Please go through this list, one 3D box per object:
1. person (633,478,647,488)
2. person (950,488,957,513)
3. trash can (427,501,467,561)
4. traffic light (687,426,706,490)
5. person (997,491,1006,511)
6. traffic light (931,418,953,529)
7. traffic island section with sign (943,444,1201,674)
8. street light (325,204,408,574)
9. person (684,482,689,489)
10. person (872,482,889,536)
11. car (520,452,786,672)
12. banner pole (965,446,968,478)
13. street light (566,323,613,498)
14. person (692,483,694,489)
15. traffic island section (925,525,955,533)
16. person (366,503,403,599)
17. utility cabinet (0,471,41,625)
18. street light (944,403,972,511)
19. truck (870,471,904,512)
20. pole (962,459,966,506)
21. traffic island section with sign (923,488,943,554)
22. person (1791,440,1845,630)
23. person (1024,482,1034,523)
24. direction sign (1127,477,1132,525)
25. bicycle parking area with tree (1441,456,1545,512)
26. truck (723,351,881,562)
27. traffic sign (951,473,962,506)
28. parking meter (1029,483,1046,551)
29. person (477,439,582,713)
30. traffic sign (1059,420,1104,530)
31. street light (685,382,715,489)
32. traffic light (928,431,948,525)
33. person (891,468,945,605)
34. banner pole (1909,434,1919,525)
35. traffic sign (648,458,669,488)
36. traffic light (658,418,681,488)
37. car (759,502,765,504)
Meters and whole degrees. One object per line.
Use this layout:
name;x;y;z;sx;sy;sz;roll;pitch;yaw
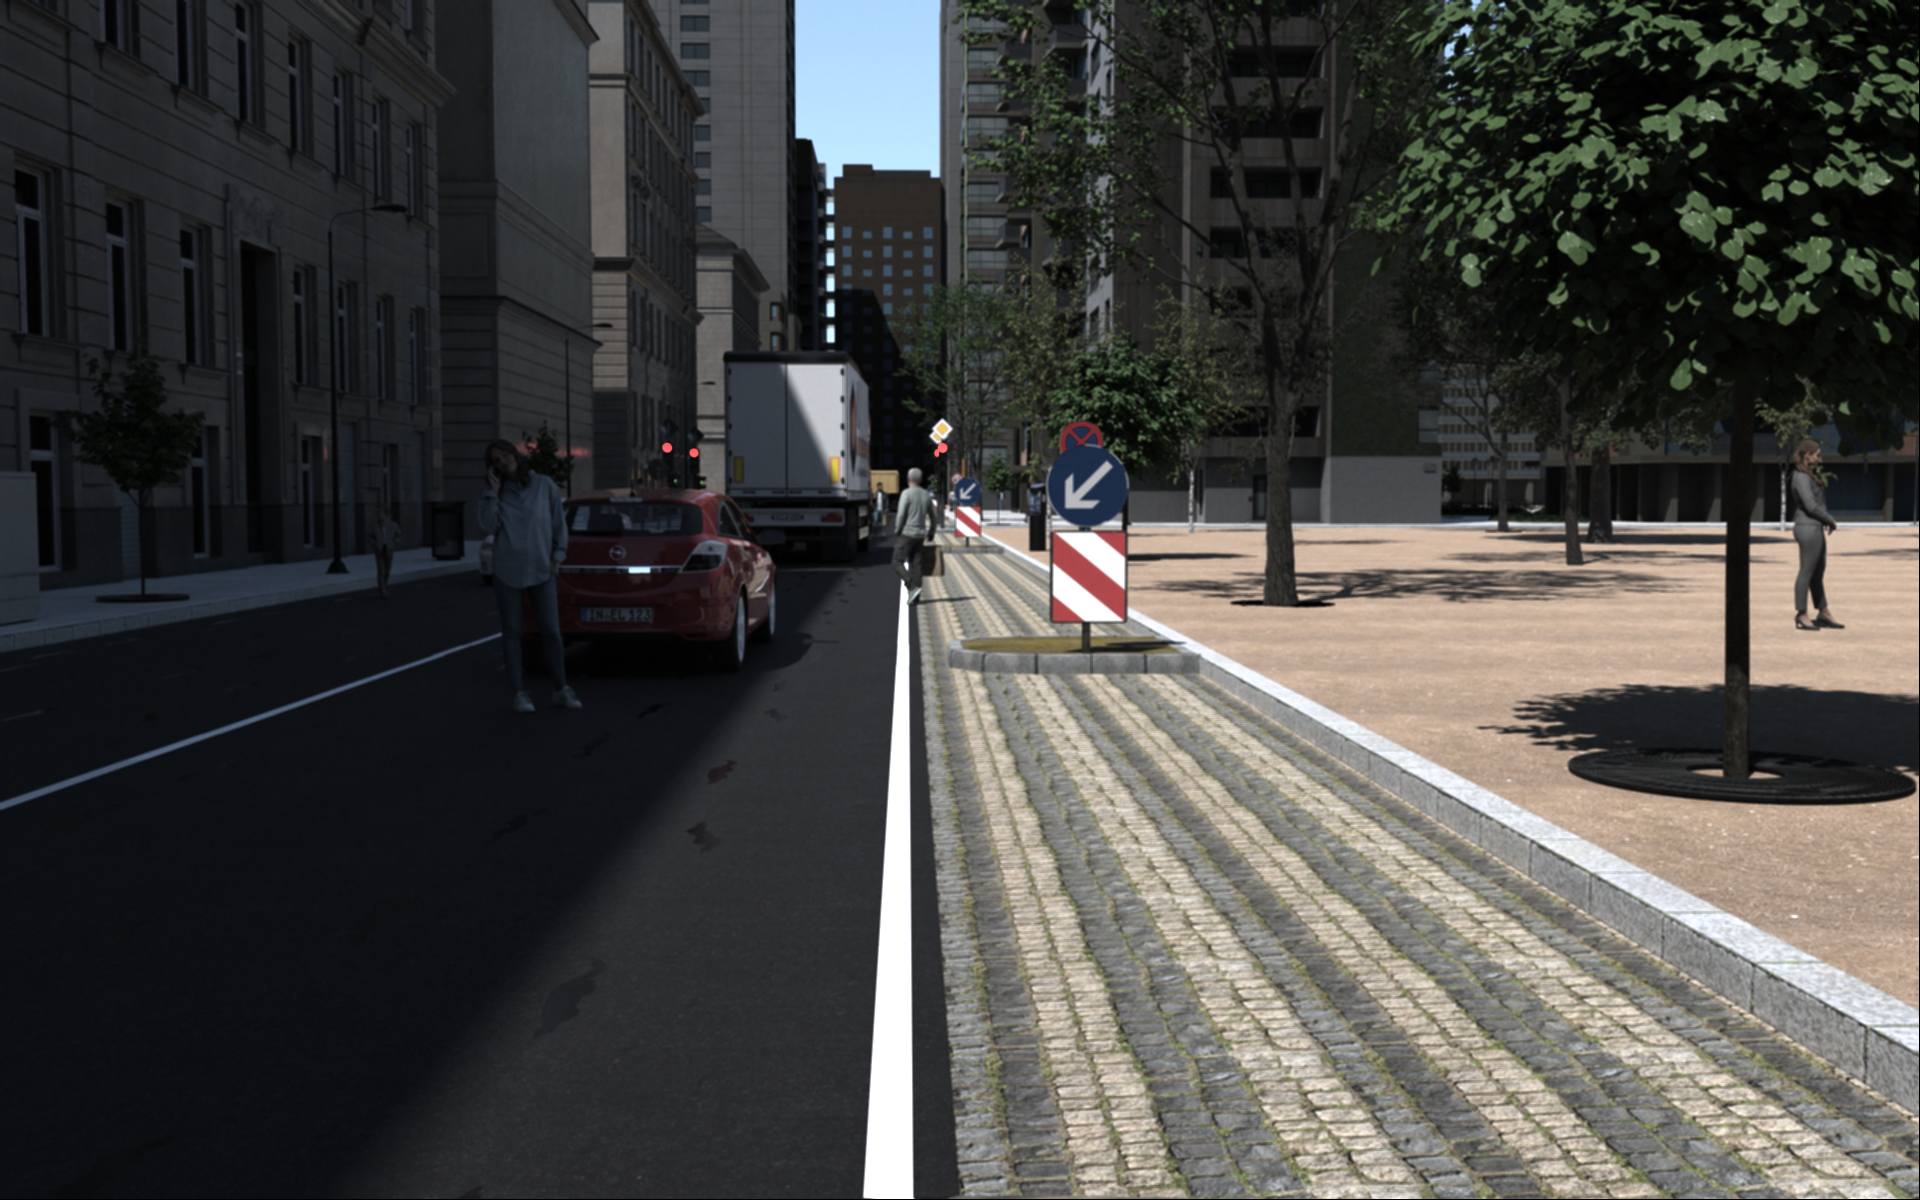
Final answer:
person;-10.980;-3.264;59.252;0.661;1.843;0.795;0;4;7
person;-0.351;-6.692;116.120;0.731;1.740;0.598;0;4;3
trash can;-9.920;-1.339;33.540;0.748;1.137;0.748;0;3;0
traffic light;-10.966;-5.069;71.806;0.839;4.253;0.868;0;4;-2
person;3.169;-7.700;132.287;0.623;1.781;0.721;-1;4;-21
traffic light;-0.666;-4.601;64.146;0.839;4.253;0.868;0;4;-2
traffic island section with sign;0.892;-0.367;14.621;1.989;1.847;2.006;0;4;-2
street light;-9.536;-3.384;27.864;1.470;5.913;1.316;0;4;-2
person;-11.521;-4.112;73.556;0.520;1.790;0.573;2;4;25
person;-2.656;-3.056;58.444;0.794;1.824;0.713;1;4;21
car;-2.675;-0.394;15.477;2.155;1.783;4.494;0;4;-1
banner pole;0.329;-6.183;91.108;0.401;3.779;0.863;0;4;-4
street light;-10.135;-4.566;47.196;1.470;5.913;1.316;0;4;-2
person;-12.976;-4.784;84.288;0.654;1.822;0.581;3;4;39
traffic island section;-0.626;-2.568;64.262;2.009;0.180;2.903;0;4;-2
person;-7.903;-0.675;23.808;0.475;1.303;0.640;-2;4;-32
utility cabinet;-9.457;-0.507;16.964;0.318;1.500;1.173;0;4;-4
street light;0.019;-7.117;88.908;1.470;5.913;1.316;0;4;-2
truck;-6.304;-8.898;141.402;3.469;3.379;9.791;0;4;-2
pole;0.238;-6.519;100.422;0.158;3.312;0.155;0;3;0
traffic island section with sign;0.057;-2.056;42.238;1.989;1.847;2.006;0;4;-2
person;8.132;-0.614;16.357;0.573;1.790;0.520;1;4;11
person;3.202;-4.310;76.605;0.767;1.812;0.694;2;4;27
direction sign;6.946;-4.869;71.602;0.876;3.537;0.379;0;4;2
bicycle parking area with tree;42.900;-9.472;141.871;9.016;4.147;8.231;3;5;42
truck;-3.420;-3.100;39.591;2.839;4.237;11.283;0;4;0
traffic sign;-0.164;-6.354;103.987;0.768;2.556;0.104;0;4;5
parking meter;1.749;-1.870;38.988;0.372;1.533;0.369;0;3;0
person;-2.849;-0.164;11.451;0.793;1.790;0.793;-3;5;-45
traffic sign;2.096;-1.823;29.906;0.768;2.556;0.104;0;4;7
street light;-10.806;-6.065;71.702;1.470;5.913;1.316;0;4;-2
traffic light;-0.910;-5.089;72.128;0.839;4.253;0.868;0;4;-2
person;-0.520;-0.831;22.574;0.515;1.767;0.782;3;5;44
banner pole;40.319;-5.048;72.553;0.863;3.779;0.401;1;4;14
traffic sign;-10.794;-3.782;61.935;0.768;2.556;0.104;0;4;5
traffic light;-10.722;-4.581;63.825;0.839;4.253;0.868;0;4;-2
car;-7.787;-4.073;75.271;2.281;1.827;5.304;0;4;-4
